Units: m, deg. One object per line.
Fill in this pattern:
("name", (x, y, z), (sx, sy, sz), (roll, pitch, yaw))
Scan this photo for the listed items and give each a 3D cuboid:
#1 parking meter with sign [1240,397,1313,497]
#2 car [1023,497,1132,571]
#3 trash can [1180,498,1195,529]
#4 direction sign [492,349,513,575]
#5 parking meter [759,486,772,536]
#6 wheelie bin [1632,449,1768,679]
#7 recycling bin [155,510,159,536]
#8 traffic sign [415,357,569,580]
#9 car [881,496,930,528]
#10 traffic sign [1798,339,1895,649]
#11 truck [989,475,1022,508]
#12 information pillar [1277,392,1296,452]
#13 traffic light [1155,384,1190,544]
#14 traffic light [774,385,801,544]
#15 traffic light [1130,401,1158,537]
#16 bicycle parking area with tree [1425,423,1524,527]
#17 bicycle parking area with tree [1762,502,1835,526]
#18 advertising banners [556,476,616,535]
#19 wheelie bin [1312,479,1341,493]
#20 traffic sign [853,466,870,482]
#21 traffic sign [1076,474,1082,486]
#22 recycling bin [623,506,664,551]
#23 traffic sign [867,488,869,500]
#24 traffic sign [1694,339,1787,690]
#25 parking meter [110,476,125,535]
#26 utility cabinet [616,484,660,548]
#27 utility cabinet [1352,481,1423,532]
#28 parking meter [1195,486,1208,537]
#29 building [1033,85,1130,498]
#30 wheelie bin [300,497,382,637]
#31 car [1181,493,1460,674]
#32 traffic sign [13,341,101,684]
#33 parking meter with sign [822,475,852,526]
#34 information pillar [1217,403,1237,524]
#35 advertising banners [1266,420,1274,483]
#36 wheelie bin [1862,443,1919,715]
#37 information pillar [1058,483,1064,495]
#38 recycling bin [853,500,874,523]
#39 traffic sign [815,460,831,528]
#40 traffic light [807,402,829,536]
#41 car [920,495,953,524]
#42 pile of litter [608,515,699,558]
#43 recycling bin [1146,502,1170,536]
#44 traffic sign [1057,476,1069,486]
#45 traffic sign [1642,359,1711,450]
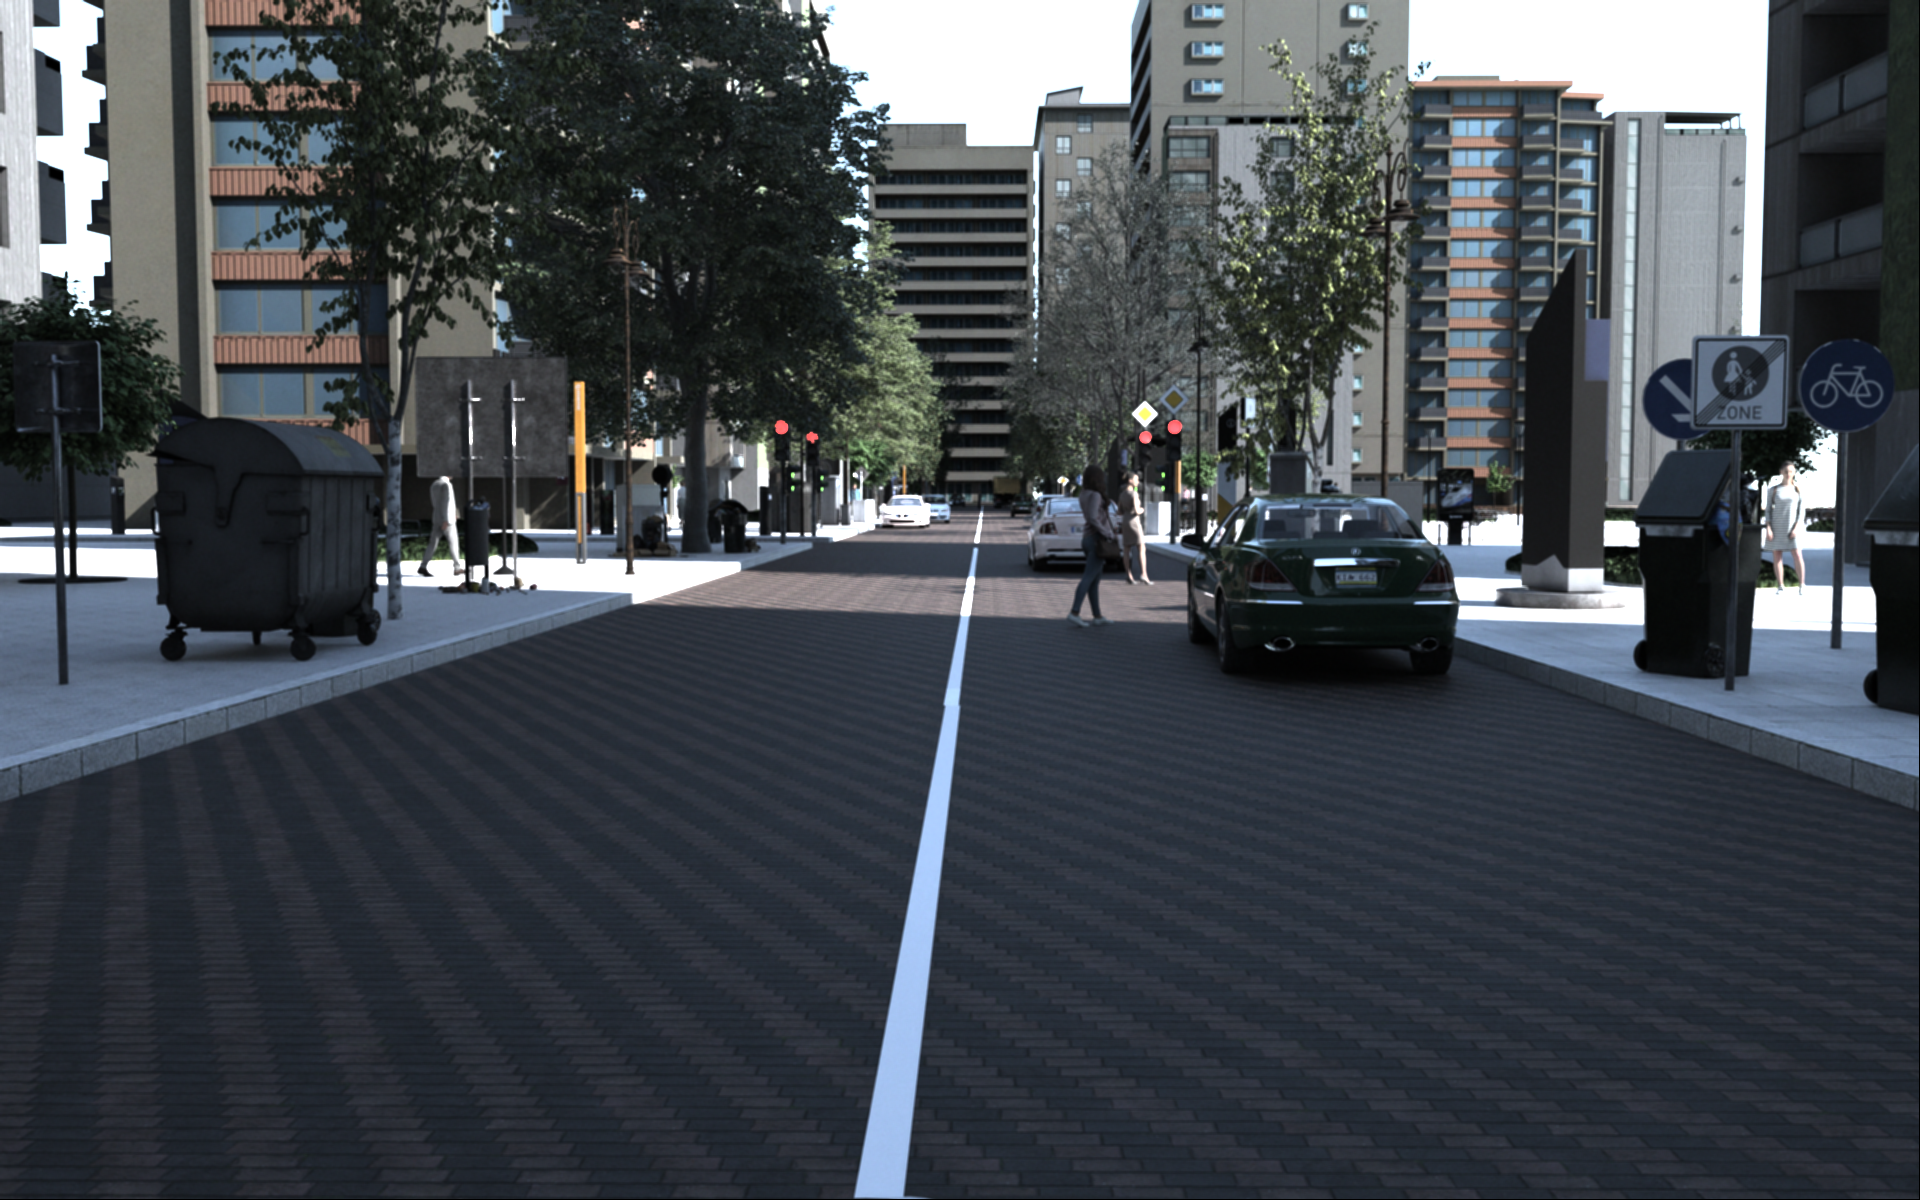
("parking meter with sign", (5.927, -2.124, 30.989), (1.738, 3.016, 0.543), (2, 4, 30))
("car", (2.288, -1.303, 33.662), (2.083, 1.381, 4.827), (0, 4, 0))
("trash can", (8.225, -3.141, 63.005), (0.748, 1.137, 0.748), (0, 3, 0))
("direction sign", (-7.255, -2.171, 27.489), (0.379, 3.537, 0.876), (0, 4, -1))
("parking meter", (-6.038, -2.771, 53.721), (0.372, 1.533, 0.369), (0, 3, 0))
("wheelie bin", (5.263, -0.273, 12.364), (0.693, 1.594, 0.980), (-2, 4, -26))
("recycling bin", (-24.312, -2.496, 53.370), (0.722, 1.027, 0.722), (-3, 5, -42))
("traffic sign", (-6.948, -1.947, 25.711), (2.265, 3.308, 0.079), (0, 4, 1))
("car", (-2.291, -3.758, 73.807), (2.083, 1.381, 4.827), (0, 4, 2))
("traffic sign", (7.278, -0.869, 14.311), (0.768, 2.556, 0.104), (0, 4, 3))
("truck", (4.732, -11.035, 176.339), (3.469, 3.379, 9.791), (0, 4, 0))
("information pillar", (7.436, -2.948, 39.556), (0.504, 3.616, 0.183), (-2, 4, -25))
("traffic light", (5.435, -3.387, 44.291), (0.839, 4.253, 0.868), (0, 4, 1))
("traffic light", (-4.525, -3.394, 44.416), (0.839, 4.253, 0.868), (0, 4, 1))
("traffic light", (5.548, -3.875, 52.275), (0.839, 4.253, 0.868), (0, 4, 1))
("bicycle parking area with tree", (21.227, -5.210, 72.187), (9.016, 4.147, 8.231), (-1, 4, -14))
("bicycle parking area with tree", (42.295, -5.704, 80.255), (9.016, 4.147, 8.231), (2, 4, 29))
("advertising banners", (-11.725, -3.540, 54.064), (2.074, 3.025, 0.090), (-2, 4, -31))
("wheelie bin", (7.743, -1.775, 36.927), (0.980, 1.594, 0.693), (-3, 5, -40))
("traffic sign", (-4.580, -4.920, 80.180), (0.795, 2.593, 0.064), (0, 4, 7))
("traffic sign", (7.615, -6.582, 107.718), (0.768, 2.556, 0.104), (0, 4, 2))
("recycling bin", (-6.925, -1.551, 37.909), (0.722, 1.027, 0.722), (1, 4, 9))
("traffic sign", (-5.776, -6.646, 108.770), (0.768, 2.556, 0.104), (0, 4, 6))
("traffic sign", (5.029, -0.558, 11.251), (0.606, 2.300, 0.079), (0, 4, 2))
("parking meter", (-26.708, -3.010, 54.925), (0.399, 1.863, 0.255), (2, 4, 29))
("utility cabinet", (-7.348, -1.888, 39.555), (0.318, 1.500, 1.173), (2, 4, 31))
("utility cabinet", (7.283, -1.275, 29.528), (1.173, 1.500, 0.318), (1, 4, 15))
("parking meter", (7.198, -2.647, 51.685), (0.372, 1.533, 0.369), (0, 3, 0))
("building", (23.721, -39.326, 232.214), (27.495, 52.752, 28.713), (0, 4, 1))
("wheelie bin", (-5.709, -0.481, 15.765), (0.980, 1.594, 0.693), (1, 4, 17))
("car", (3.063, -0.212, 15.268), (2.131, 1.459, 4.920), (0, 4, 3))
("traffic sign", (-6.047, -0.581, 11.621), (0.606, 2.300, 0.079), (0, 4, 6))
("parking meter with sign", (-5.268, -4.531, 70.345), (1.738, 3.016, 0.543), (1, 4, 18))
("information pillar", (6.773, -3.209, 43.821), (0.504, 3.616, 0.183), (1, 4, 14))
("advertising banners", (7.745, -2.789, 41.790), (0.090, 3.025, 2.074), (2, 4, 32))
("wheelie bin", (5.805, -0.141, 10.219), (0.693, 1.594, 0.980), (0, 4, -5))
("information pillar", (6.412, -6.460, 110.117), (0.304, 2.012, 0.304), (1, 4, 10))
("recycling bin", (-4.317, -3.966, 77.391), (0.722, 1.027, 0.722), (2, 4, 27))
("traffic sign", (-5.251, -3.996, 65.433), (0.768, 2.556, 0.104), (0, 4, 8))
("traffic light", (-4.412, -3.883, 52.400), (0.839, 4.253, 0.868), (0, 4, 1))
("car", (-1.382, -4.513, 85.785), (2.014, 1.417, 4.499), (0, 4, -1))
("pile of litter", (-6.292, -1.310, 35.378), (1.719, 0.858, 1.176), (1, 4, 14))
("recycling bin", (6.111, -2.513, 53.640), (0.722, 1.027, 0.722), (3, 5, 44))
("traffic sign", (7.069, -7.257, 118.392), (0.795, 2.593, 0.064), (0, 4, 3))
("traffic sign", (6.826, -0.998, 16.418), (0.768, 2.556, 0.104), (0, 4, 4))
